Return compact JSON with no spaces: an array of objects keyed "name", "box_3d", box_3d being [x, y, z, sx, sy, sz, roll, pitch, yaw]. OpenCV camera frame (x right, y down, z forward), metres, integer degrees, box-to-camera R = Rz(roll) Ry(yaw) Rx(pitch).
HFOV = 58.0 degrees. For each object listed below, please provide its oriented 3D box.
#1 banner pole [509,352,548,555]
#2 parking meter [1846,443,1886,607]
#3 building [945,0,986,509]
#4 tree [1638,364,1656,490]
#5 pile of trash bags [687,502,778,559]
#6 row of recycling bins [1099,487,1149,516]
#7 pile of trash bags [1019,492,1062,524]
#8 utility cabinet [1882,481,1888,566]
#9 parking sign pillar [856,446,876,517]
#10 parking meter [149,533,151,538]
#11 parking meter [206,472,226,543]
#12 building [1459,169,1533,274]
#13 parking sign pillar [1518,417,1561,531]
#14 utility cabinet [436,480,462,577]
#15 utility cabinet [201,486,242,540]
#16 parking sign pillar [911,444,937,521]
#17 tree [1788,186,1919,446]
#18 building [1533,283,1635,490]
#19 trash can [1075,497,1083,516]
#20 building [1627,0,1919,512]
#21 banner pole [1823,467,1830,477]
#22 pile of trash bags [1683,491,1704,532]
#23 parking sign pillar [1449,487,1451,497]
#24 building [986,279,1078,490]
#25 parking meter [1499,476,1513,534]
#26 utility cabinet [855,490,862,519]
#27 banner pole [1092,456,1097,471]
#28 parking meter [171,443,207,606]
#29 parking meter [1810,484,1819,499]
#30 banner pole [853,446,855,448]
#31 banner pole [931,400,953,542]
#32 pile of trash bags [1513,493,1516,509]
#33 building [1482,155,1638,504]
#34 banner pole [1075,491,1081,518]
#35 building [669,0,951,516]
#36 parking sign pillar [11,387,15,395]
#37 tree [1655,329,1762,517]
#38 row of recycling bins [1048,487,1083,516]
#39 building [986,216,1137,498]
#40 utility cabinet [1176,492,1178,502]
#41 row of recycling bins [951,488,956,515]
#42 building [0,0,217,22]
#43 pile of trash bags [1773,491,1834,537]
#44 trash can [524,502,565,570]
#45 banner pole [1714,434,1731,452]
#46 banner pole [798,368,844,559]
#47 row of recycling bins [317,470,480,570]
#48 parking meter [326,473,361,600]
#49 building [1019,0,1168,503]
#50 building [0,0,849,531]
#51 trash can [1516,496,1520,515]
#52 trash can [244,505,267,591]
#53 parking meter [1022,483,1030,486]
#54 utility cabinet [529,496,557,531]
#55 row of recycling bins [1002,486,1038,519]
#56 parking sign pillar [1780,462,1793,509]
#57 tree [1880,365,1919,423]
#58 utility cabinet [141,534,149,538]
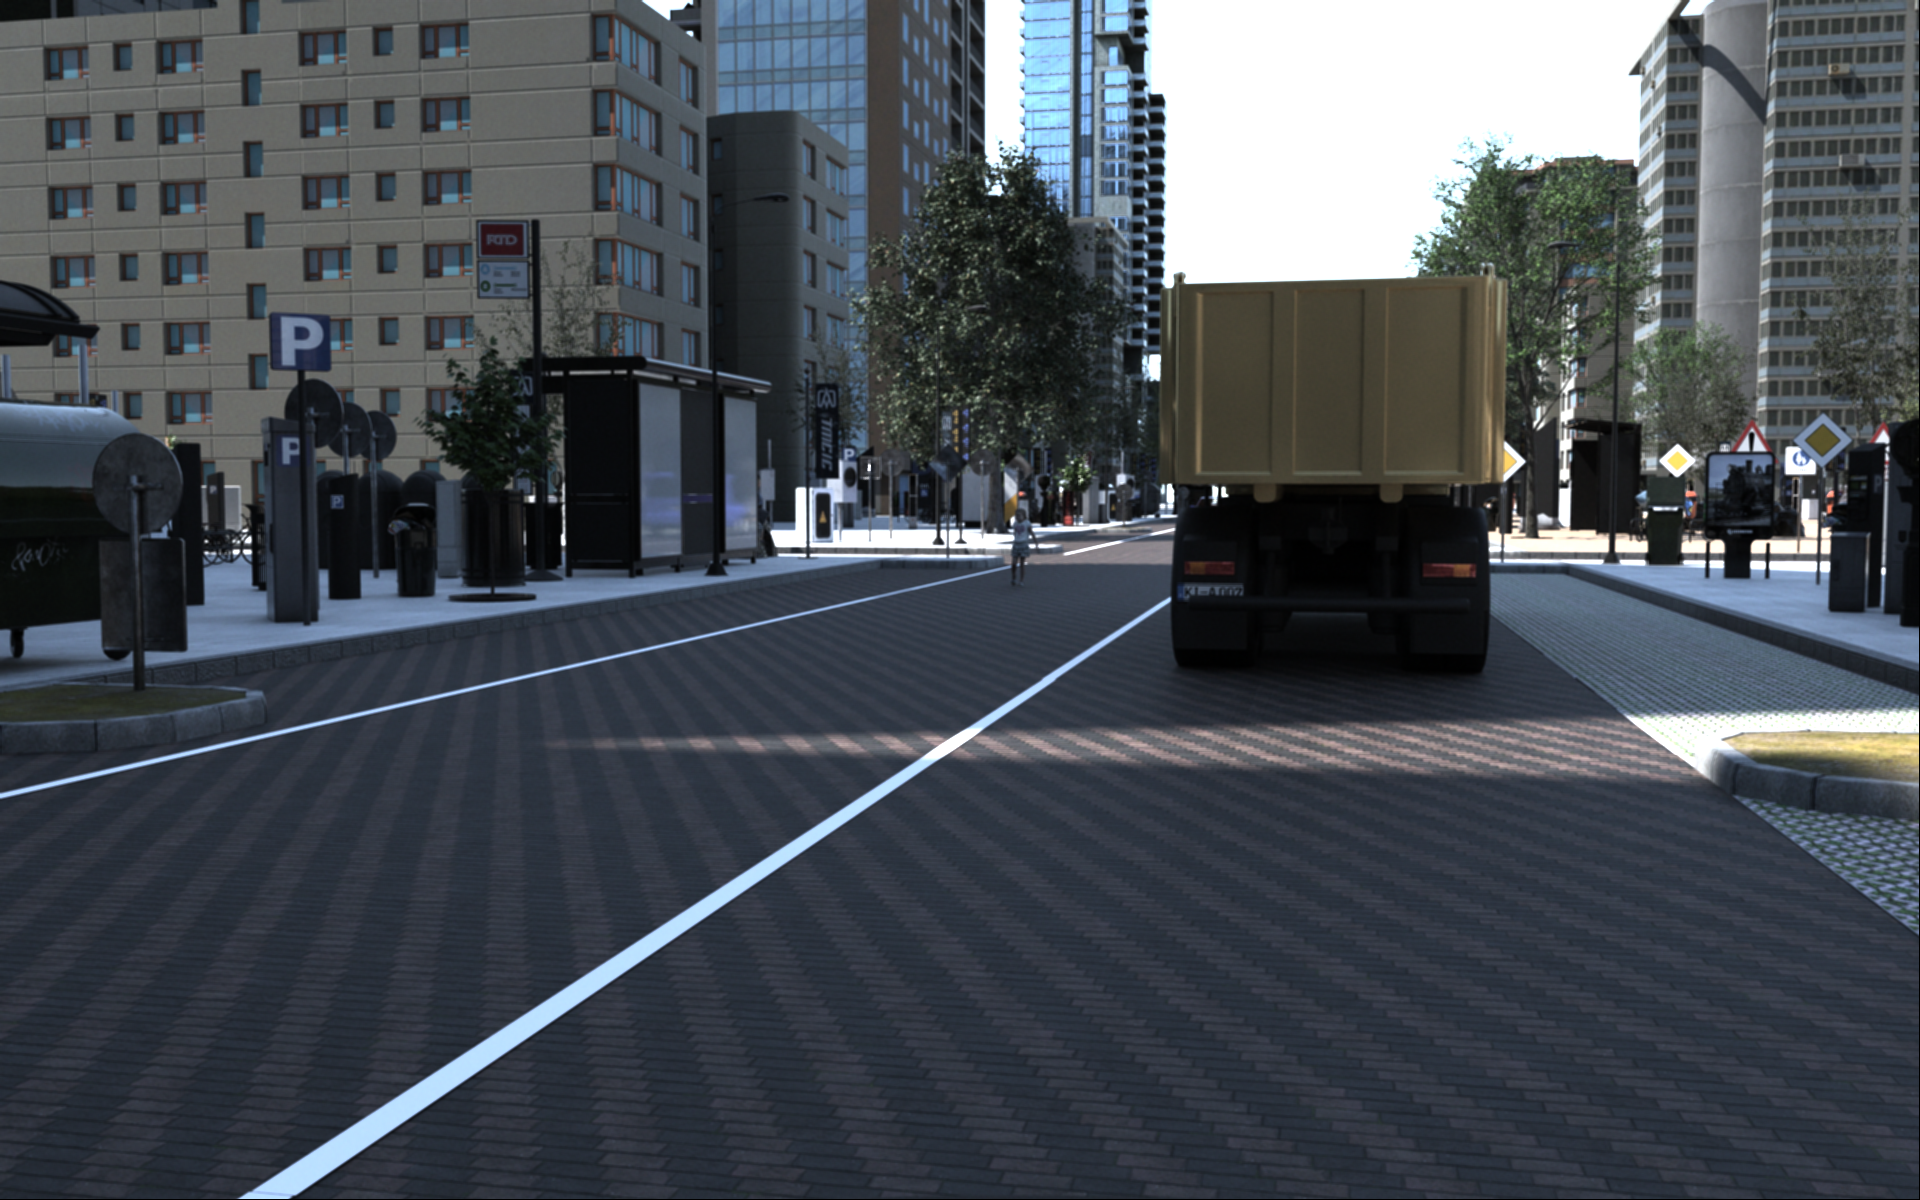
[{"name":"banner pole","box_3d":[-7.568,-2.485,30.648,0.863,3.779,0.401,0,4,-1]},{"name":"parking meter","box_3d":[10.288,-0.855,19.695,0.399,1.863,0.255,-3,4,-36]},{"name":"building","box_3d":[-6.782,-42.319,130.165,20.563,71.187,20.611,1,4,12]},{"name":"tree","box_3d":[37.630,-8.502,89.371,4.360,8.622,3.978,0,3,0]},{"name":"pile of trash bags","box_3d":[-5.392,-1.577,35.530,3.447,1.369,1.912,1,4,21]},{"name":"row of recycling bins","box_3d":[9.172,-5.705,100.394,3.534,1.692,1.069,0,4,0]},{"name":"pile of trash bags","box_3d":[3.201,-3.961,74.507,1.912,1.369,3.447,2,4,24]},{"name":"utility cabinet","box_3d":[16.321,-1.335,30.510,1.173,1.500,0.318,-3,4,-36]},{"name":"parking sign pillar","box_3d":[-5.422,-6.634,96.943,1.447,3.967,1.447,1,4,12]},{"name":"parking meter","box_3d":[-10.856,-1.052,22.909,0.255,1.863,0.399,-2,4,-26]},{"name":"parking meter","box_3d":[-19.719,-2.458,45.892,0.399,1.863,0.255,1,4,8]},{"name":"building","box_3d":[84.522,-38.499,253.160,21.300,48.544,21.600,1,4,12]},{"name":"parking sign pillar","box_3d":[20.597,-4.465,61.481,1.447,3.967,1.447,-3,5,-39]},{"name":"utility cabinet","box_3d":[-7.948,-1.118,26.951,0.318,1.500,1.173,-1,4,-11]},{"name":"utility cabinet","box_3d":[-20.325,-2.369,47.412,1.173,1.500,0.318,-1,4,-11]},{"name":"parking sign pillar","box_3d":[-1.747,-5.839,83.938,1.447,3.967,1.447,0,4,-2]},{"name":"tree","box_3d":[21.835,-5.568,41.406,4.360,8.622,3.978,0,3,0]},{"name":"building","box_3d":[67.152,-18.890,153.897,27.650,21.520,28.899,1,4,12]},{"name":"trash can","box_3d":[7.056,-5.498,101.538,0.748,1.137,0.748,0,3,0]},{"name":"building","box_3d":[63.617,-26.618,127.089,32.217,40.220,23.993,1,4,12]},{"name":"banner pole","box_3d":[38.235,-5.287,76.466,0.863,3.779,0.401,-3,4,-38]},{"name":"pile of trash bags","box_3d":[25.350,-3.096,60.377,1.912,1.369,3.447,1,4,17]},{"name":"parking sign pillar","box_3d":[29.676,-7.139,105.197,1.447,3.967,1.447,0,4,-2]},{"name":"building","box_3d":[-4.652,-19.050,156.499,27.650,21.520,28.899,1,4,12]},{"name":"parking meter","box_3d":[17.528,-3.053,55.620,0.255,1.863,0.399,-2,4,-31]},{"name":"utility cabinet","box_3d":[-5.078,-4.793,87.039,0.318,1.500,1.173,0,4,-1]},{"name":"banner pole","box_3d":[8.881,-7.600,114.269,0.401,3.779,0.863,-1,4,-19]},{"name":"parking meter","box_3d":[-8.946,-0.876,20.041,0.255,1.863,0.399,-3,5,-39]},{"name":"parking meter","box_3d":[49.481,-5.786,100.308,0.255,1.863,0.399,-2,4,-33]},{"name":"banner pole","box_3d":[-5.141,-5.449,79.111,0.863,3.779,0.401,1,4,22]},{"name":"banner pole","box_3d":[-0.443,-3.428,46.062,0.401,3.779,0.863,3,4,37]},{"name":"pile of trash bags","box_3d":[27.629,-4.951,90.707,3.447,1.369,1.912,-1,4,-22]},{"name":"building","box_3d":[80.439,-35.088,228.316,22.147,44.769,28.867,1,4,12]},{"name":"banner pole","box_3d":[6.588,-6.421,95.000,0.401,3.779,0.863,2,4,33]},{"name":"building","box_3d":[-8.810,-28.031,108.422,14.600,45.320,14.200,1,4,12]},{"name":"parking sign pillar","box_3d":[-20.683,-3.000,37.521,1.447,3.967,1.447,3,5,43]},{"name":"tree","box_3d":[33.908,-7.784,77.631,4.360,8.622,3.978,0,3,0]},{"name":"row of recycling bins","box_3d":[5.749,-5.916,103.831,3.534,1.692,1.069,2,4,32]},{"name":"building","box_3d":[8.657,-32.867,229.260,32.217,40.220,23.993,1,4,12]},{"name":"utility cabinet","box_3d":[14.768,-6.485,114.712,1.173,1.500,0.318,-1,4,-15]},{"name":"row of recycling bins","box_3d":[1.101,-6.037,105.818,3.534,1.692,1.069,-1,4,-22]},{"name":"building","box_3d":[-47.428,-39.082,77.238,20.611,71.187,20.563,1,4,12]},{"name":"pile of trash bags","box_3d":[24.972,-2.605,52.349,3.447,1.369,1.912,1,4,10]},{"name":"trash can","box_3d":[-7.113,-1.096,29.571,0.748,1.137,0.748,0,3,0]},{"name":"banner pole","box_3d":[31.766,-5.037,72.364,0.401,3.779,0.863,-3,5,-41]},{"name":"banner pole","box_3d":[-2.800,-2.717,34.440,0.863,3.779,0.401,0,4,2]},{"name":"row of recycling bins","box_3d":[-9.464,-1.377,29.634,3.534,1.692,1.069,1,4,10]},{"name":"parking meter","box_3d":[-7.543,-0.782,21.196,0.372,1.533,0.369,0,3,0]},{"name":"building","box_3d":[19.965,-57.543,253.503,22.319,86.520,31.000,1,4,12]},{"name":"building","box_3d":[-22.089,-14.110,75.744,27.650,21.520,28.899,1,4,12]},{"name":"trash can","box_3d":[34.150,-5.728,105.312,0.748,1.137,0.748,0,3,0]},{"name":"trash can","box_3d":[-9.151,-0.704,23.161,0.748,1.137,0.748,0,3,0]},{"name":"parking meter","box_3d":[3.527,-5.342,93.050,0.399,1.863,0.255,-2,4,-32]},{"name":"utility cabinet","box_3d":[-13.704,-2.808,57.067,0.306,1.237,1.020,2,4,35]},{"name":"row of recycling bins","box_3d":[1.834,-4.709,84.105,3.534,1.692,1.069,0,4,-4]},{"name":"parking sign pillar","box_3d":[50.671,-7.200,106.186,1.447,3.967,1.447,1,4,12]},{"name":"tree","box_3d":[53.138,-8.910,96.043,4.737,8.622,4.395,0,3,0]},{"name":"utility cabinet","box_3d":[-9.738,-0.547,20.099,0.306,1.237,1.020,0,4,-6]}]
